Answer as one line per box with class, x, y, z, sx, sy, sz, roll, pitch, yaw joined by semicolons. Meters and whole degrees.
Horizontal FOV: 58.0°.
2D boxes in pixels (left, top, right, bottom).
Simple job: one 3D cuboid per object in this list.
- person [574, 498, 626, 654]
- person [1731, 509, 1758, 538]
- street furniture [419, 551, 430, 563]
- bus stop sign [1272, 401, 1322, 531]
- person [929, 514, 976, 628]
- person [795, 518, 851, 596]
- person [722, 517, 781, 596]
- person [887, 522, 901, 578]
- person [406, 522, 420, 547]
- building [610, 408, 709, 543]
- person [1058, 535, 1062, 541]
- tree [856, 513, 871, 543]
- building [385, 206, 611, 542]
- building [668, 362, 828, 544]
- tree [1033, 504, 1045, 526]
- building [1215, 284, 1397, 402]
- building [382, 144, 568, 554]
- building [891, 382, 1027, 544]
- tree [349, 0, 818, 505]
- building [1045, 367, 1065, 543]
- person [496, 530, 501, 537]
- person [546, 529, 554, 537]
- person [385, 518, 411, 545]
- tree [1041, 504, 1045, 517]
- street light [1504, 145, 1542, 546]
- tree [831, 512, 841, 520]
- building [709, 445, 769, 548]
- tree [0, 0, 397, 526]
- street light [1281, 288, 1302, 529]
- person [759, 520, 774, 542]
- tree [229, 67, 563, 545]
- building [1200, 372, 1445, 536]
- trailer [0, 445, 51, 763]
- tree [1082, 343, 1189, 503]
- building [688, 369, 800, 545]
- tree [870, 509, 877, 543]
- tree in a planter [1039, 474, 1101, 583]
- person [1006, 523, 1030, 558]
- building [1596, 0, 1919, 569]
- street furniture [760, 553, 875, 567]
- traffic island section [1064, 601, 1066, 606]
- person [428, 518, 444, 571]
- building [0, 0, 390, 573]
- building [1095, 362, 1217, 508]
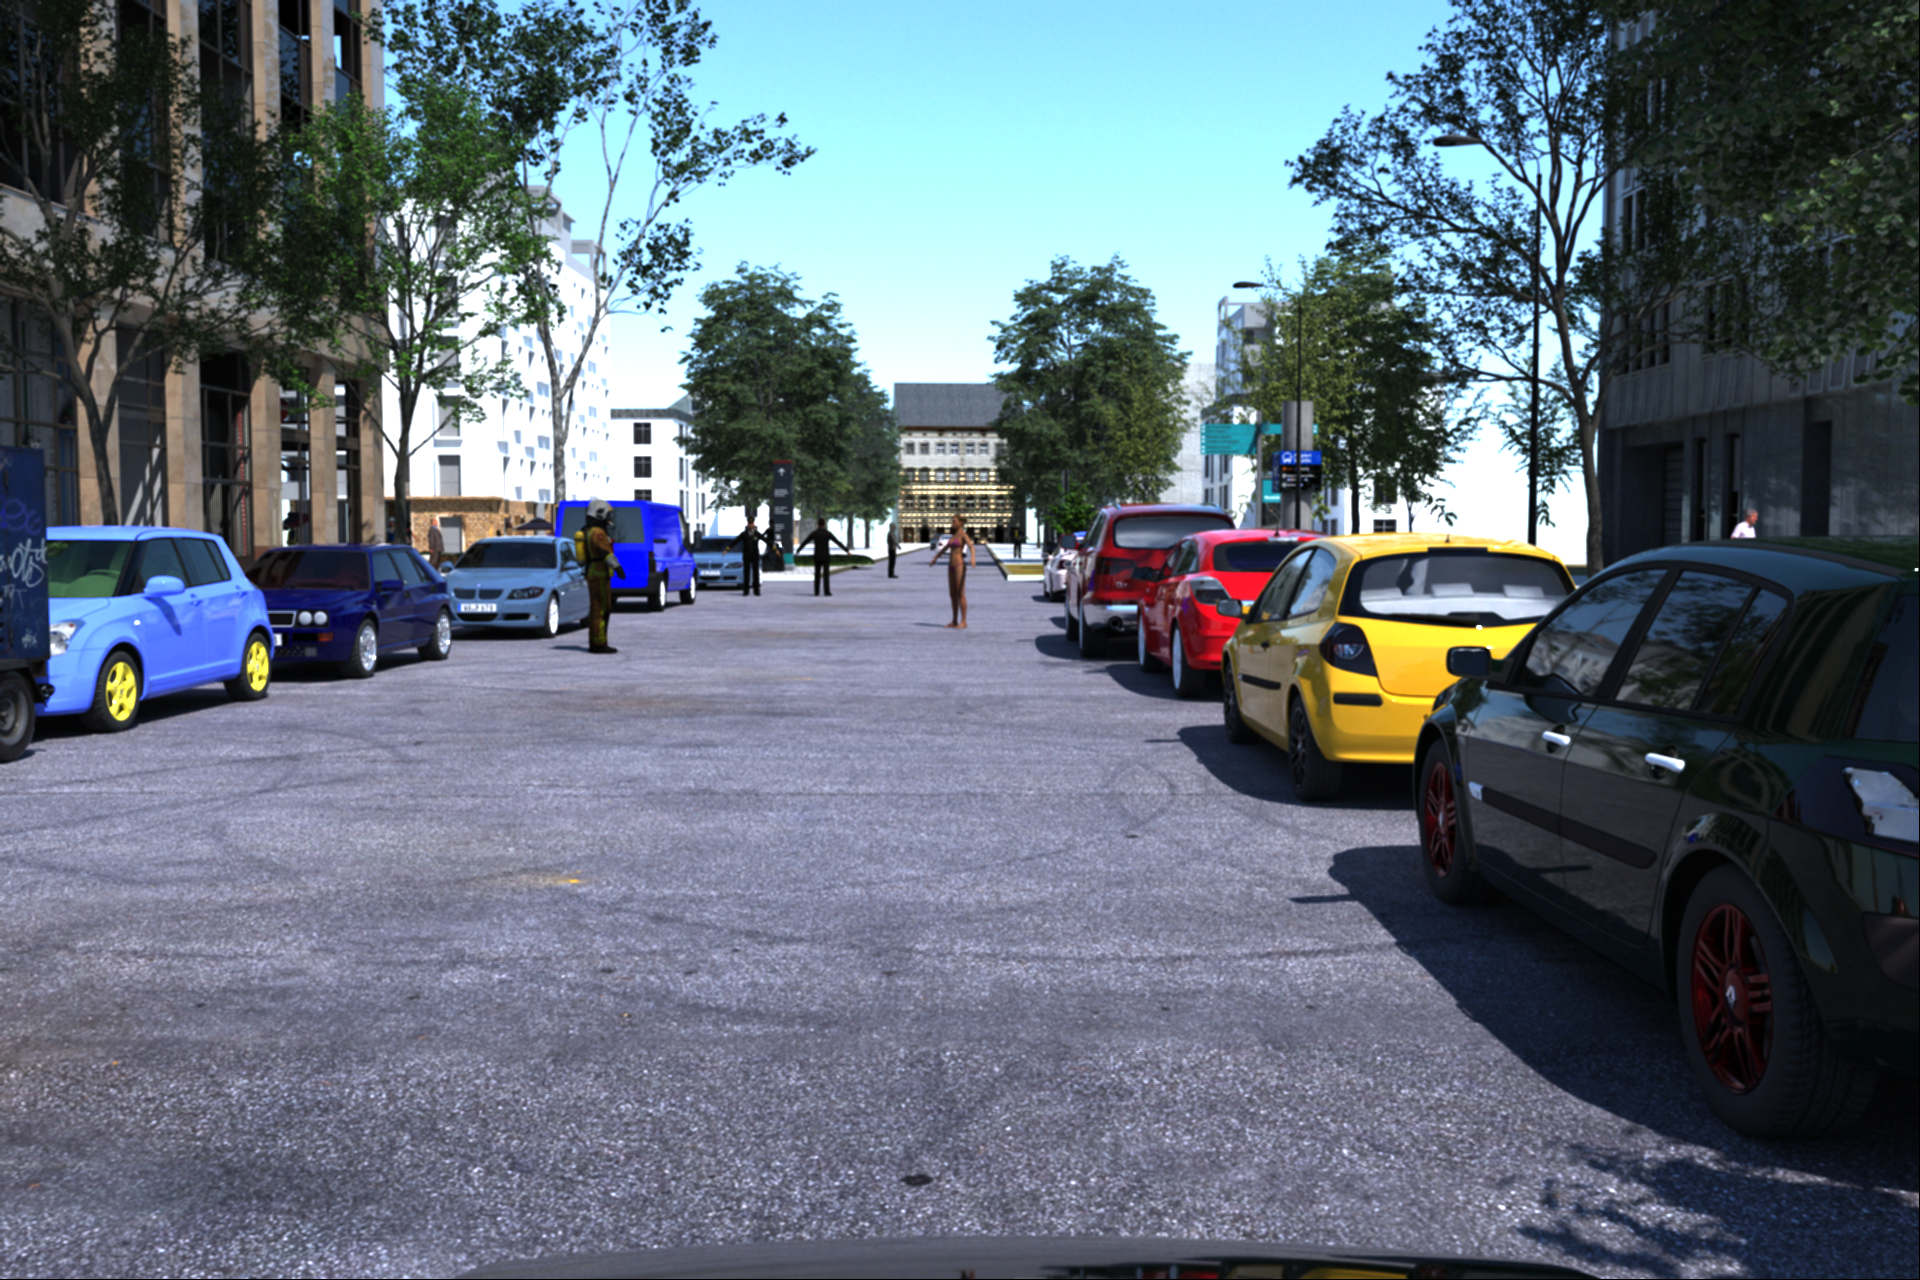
person;-4.318;-0.773;20.859;0.705;1.858;1.354;-2;4;-26
person;13.540;-1.394;29.772;0.756;1.711;0.436;-2;4;-28
street furniture;-22.558;-3.256;68.870;5.734;0.657;10.072;0;4;-7
bus stop sign;6.707;-2.784;34.539;0.837;3.901;0.837;0;4;1
person;-0.102;-1.051;26.438;0.721;1.733;1.217;-2;4;-33
person;-3.190;-1.923;40.122;1.346;1.802;0.704;1;4;10
person;-4.851;-1.948;40.247;1.347;1.837;0.705;-1;4;-9
person;-2.187;-2.934;56.558;0.705;1.813;1.348;-1;4;-16
person;-24.489;-4.333;76.987;1.345;1.843;0.704;3;5;40
building;-23.225;-11.481;129.858;9.099;9.664;28.070;0;4;1
person;5.381;-5.131;90.167;0.705;1.796;1.348;-1;4;-15
tree;-13.090;-18.047;245.424;4.737;8.622;4.395;0;3;0
building;-28.129;-14.986;101.440;16.016;20.090;11.380;0;4;0
building;-27.056;-23.992;223.190;19.493;23.208;18.063;0;4;0
tree;14.356;-20.411;251.841;7.486;12.596;7.792;0;3;0
building;25.593;-17.226;138.058;16.016;20.090;11.380;0;4;1
building;-27.108;-13.942;84.371;16.016;20.090;11.380;0;3;0
building;-0.488;-25.485;250.071;18.063;23.208;19.493;0;4;-5
tree;-11.179;-12.002;52.130;12.611;20.169;13.585;0;3;0
building;24.783;-23.191;223.139;27.936;21.610;32.646;0;4;1
person;-15.872;-3.071;59.471;0.991;1.433;0.599;-3;5;-40
person;-11.411;-2.357;47.812;0.697;1.427;0.421;0;4;-4
person;-19.419;-3.266;59.263;1.347;1.847;0.705;0;4;2
tree;13.324;-17.987;244.443;4.737;8.622;4.395;0;3;0
street light;7.286;-2.921;20.305;1.470;5.913;1.316;0;4;0
tree;-19.984;-19.135;247.268;7.601;10.594;8.767;0;4;-8
building;-21.497;-14.160;173.668;9.099;9.664;28.070;0;4;1
tree;-12.357;-5.536;24.922;8.767;10.594;7.601;-3;5;-44
street light;6.793;-3.634;31.964;1.470;5.913;1.316;0;4;0
person;-6.843;-3.451;62.608;1.347;1.806;0.705;2;4;30
tree;-12.597;-6.931;39.080;9.928;11.665;9.643;0;3;0
building;20.773;-9.883;103.727;9.099;9.664;28.070;0;4;0
trailer;-6.664;-0.167;9.780;1.471;1.999;3.904;0;4;1
tree;6.914;-7.066;65.884;4.737;8.622;4.395;0;3;0
building;-24.369;-20.716;195.119;16.016;20.090;11.380;0;4;0
tree;-12.331;-18.406;251.296;4.360;8.622;3.978;0;3;0
tree in a planter;3.345;-3.295;51.097;1.991;3.239;1.994;0;4;1
person;3.063;-5.274;92.013;1.354;1.856;0.705;1;4;18
building;26.059;-13.887;44.307;12.078;24.872;19.932;0;4;1
street furniture;-8.153;-3.278;69.229;10.072;0.657;5.734;-1;4;-13
traffic island section;3.083;-0.700;34.310;1.991;0.108;1.994;0;4;0
person;-15.185;-2.670;50.253;0.434;1.755;0.990;0;4;3
building;-30.004;-16.673;38.832;22.709;31.103;35.509;0;4;1
building;23.943;-19.605;187.001;16.747;18.905;31.486;0;4;0
